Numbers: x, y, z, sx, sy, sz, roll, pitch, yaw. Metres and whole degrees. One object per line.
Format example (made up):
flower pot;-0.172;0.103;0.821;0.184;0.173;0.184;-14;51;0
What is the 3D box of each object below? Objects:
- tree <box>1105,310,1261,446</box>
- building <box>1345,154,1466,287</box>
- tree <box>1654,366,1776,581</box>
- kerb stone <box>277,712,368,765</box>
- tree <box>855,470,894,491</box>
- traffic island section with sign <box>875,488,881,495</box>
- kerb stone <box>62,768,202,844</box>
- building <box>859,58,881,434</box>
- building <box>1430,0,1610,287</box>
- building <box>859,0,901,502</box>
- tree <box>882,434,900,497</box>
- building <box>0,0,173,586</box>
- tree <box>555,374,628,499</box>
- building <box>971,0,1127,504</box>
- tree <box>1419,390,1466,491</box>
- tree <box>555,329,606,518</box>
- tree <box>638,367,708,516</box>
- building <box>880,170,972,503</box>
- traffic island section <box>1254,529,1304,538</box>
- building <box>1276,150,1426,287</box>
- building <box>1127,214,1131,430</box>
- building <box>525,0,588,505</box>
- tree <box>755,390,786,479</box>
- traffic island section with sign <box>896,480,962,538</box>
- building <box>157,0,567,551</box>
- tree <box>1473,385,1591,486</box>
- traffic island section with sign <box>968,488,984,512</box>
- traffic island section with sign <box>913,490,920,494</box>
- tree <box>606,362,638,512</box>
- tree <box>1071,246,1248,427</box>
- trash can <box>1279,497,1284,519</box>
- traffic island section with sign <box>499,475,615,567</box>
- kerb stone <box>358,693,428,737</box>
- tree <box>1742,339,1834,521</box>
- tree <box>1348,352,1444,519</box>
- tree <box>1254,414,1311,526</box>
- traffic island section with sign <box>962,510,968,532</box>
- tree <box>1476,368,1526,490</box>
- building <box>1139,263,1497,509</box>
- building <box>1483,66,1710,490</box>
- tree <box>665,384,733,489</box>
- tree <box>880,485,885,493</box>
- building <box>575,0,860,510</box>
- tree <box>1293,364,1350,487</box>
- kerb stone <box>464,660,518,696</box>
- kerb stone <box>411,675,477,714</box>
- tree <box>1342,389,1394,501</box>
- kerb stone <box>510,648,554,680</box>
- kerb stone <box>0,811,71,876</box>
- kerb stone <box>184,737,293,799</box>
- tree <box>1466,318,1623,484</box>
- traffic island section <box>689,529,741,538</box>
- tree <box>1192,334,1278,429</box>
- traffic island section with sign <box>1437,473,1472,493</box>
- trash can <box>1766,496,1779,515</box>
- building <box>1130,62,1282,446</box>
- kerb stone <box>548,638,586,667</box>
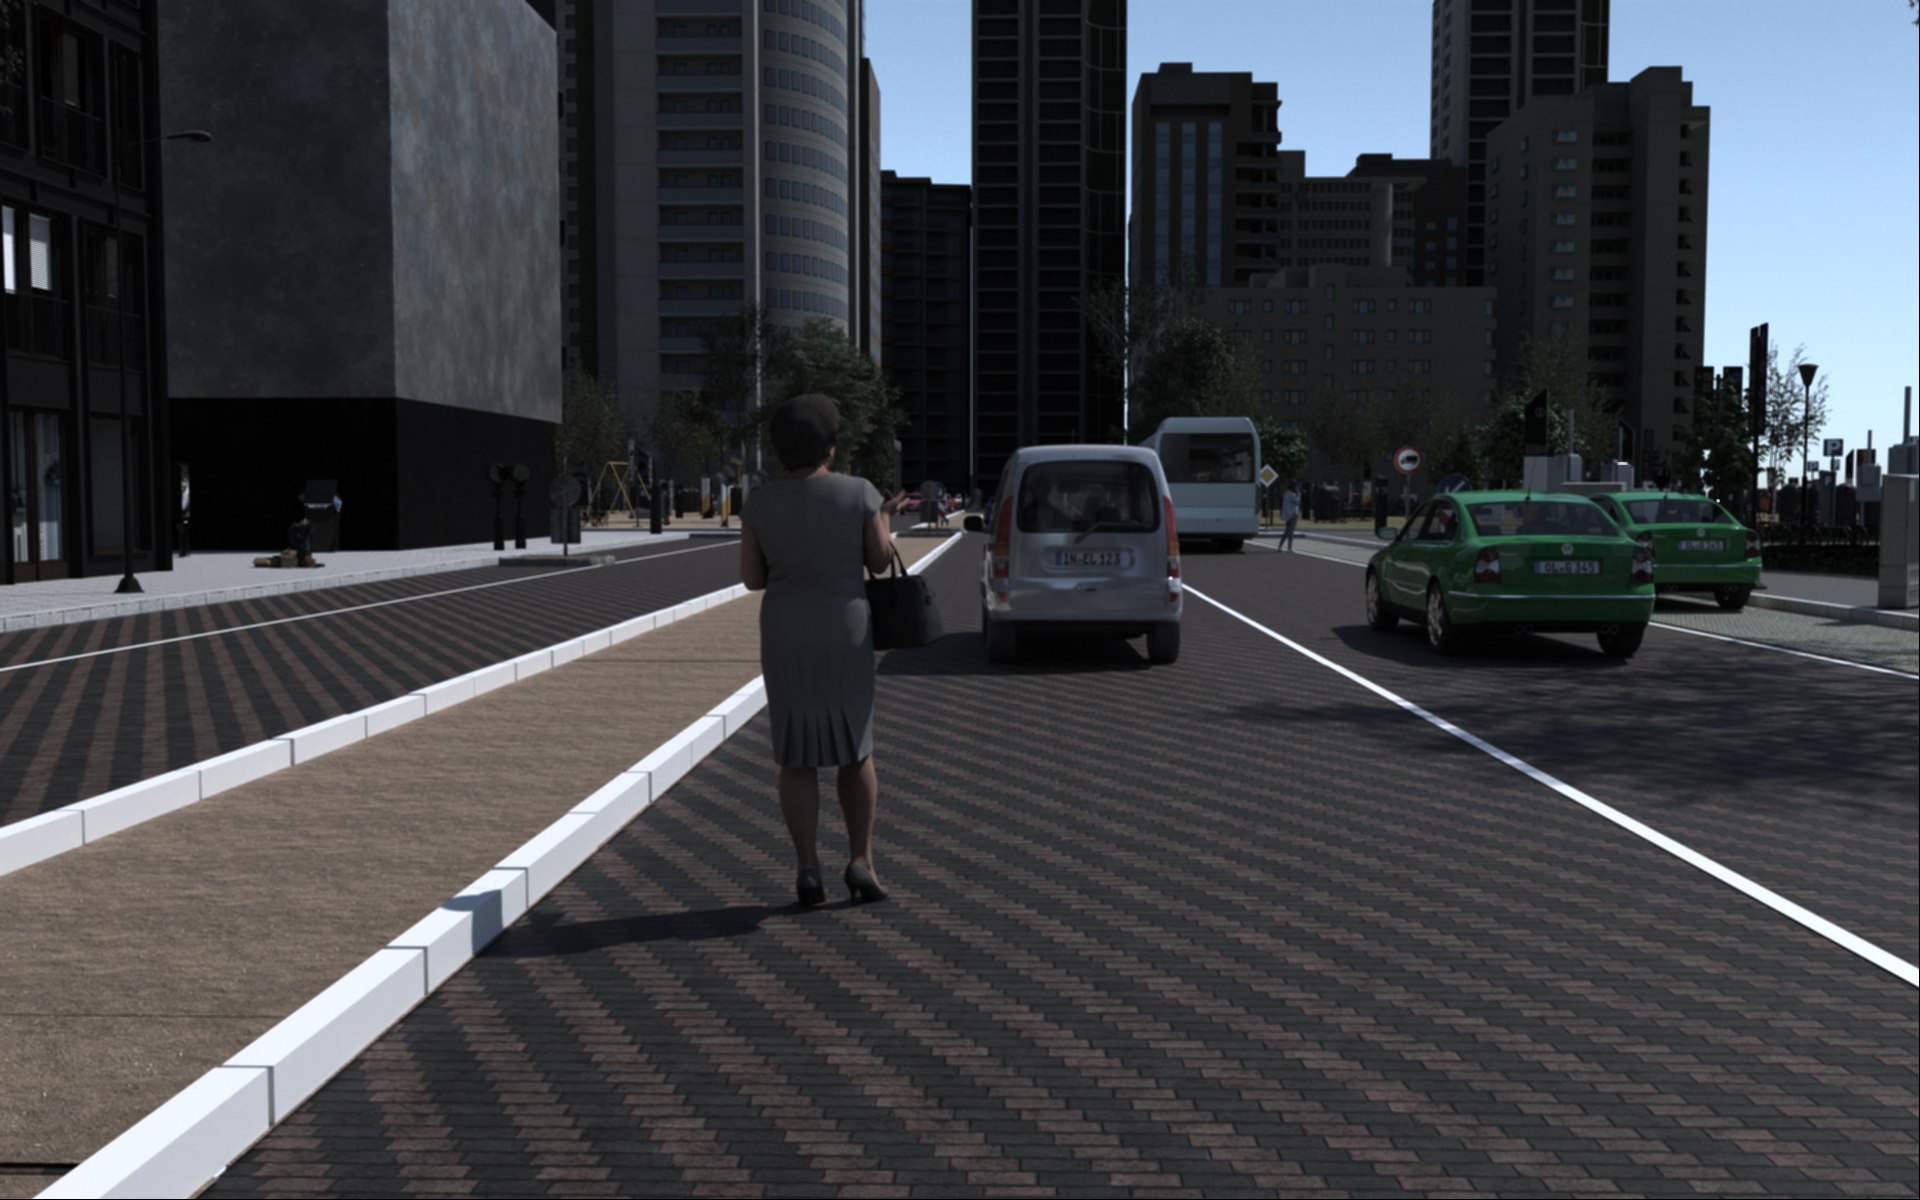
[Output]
tree;14.313;-11.683;108.023;9.611;12.733;9.660;0;3;0
building;58.132;-35.510;230.694;14.200;45.320;14.600;0;4;2
tree;11.474;-1.906;25.769;1.663;3.219;1.824;0;3;0
kerb stone;-3.538;0.771;9.590;0.120;0.150;1.000;0;4;2
tree;-7.358;-9.877;145.199;4.285;4.588;4.351;0;3;0
traffic island section with sign;-5.657;-6.669;117.661;1.989;1.847;2.006;0;4;2
kerb stone;-3.604;0.898;7.540;0.120;0.150;1.000;0;4;2
building;-15.459;-32.143;175.641;14.600;45.320;14.200;0;4;2
building;75.626;-48.586;232.634;20.611;71.187;20.563;0;4;2
building;-23.104;-54.364;201.521;31.000;86.520;22.319;0;4;2
tree;-7.228;-12.885;161.032;4.360;8.622;3.978;0;3;0
building;-19.559;-11.676;20.579;12.332;23.373;15.834;0;4;2
tree;-22.143;-9.507;105.795;4.737;8.622;4.395;0;3;0
building;12.061;-48.698;234.463;20.611;71.187;20.563;0;4;2
tree;34.454;-10.587;123.456;4.737;8.622;4.395;0;3;0
tree;-17.249;-7.461;72.355;4.360;8.622;3.978;0;3;0
tree;-16.645;-9.161;100.146;4.360;8.622;3.978;0;3;0
building;-12.638;-35.619;237.000;28.867;44.769;22.147;0;4;2
traffic island section;10.121;-2.129;57.082;2.009;0.180;2.903;0;4;2
building;34.945;-31.110;200.531;32.217;40.220;23.993;0;4;2
building;29.799;-33.535;231.895;14.086;41.232;14.154;0;4;2
building;-48.838;-46.881;204.754;20.611;71.187;20.563;0;4;2
tree;-12.465;-10.485;121.791;4.737;8.622;4.395;0;3;0
traffic island section with sign;-1.057;-3.028;57.651;2.006;1.907;1.989;0;4;2
building;-20.773;-10.992;47.166;16.811;18.784;16.820;0;4;2
tree;17.262;-4.194;52.292;4.285;4.588;4.351;0;3;0
traffic island section with sign;1.390;-8.075;140.161;2.006;1.907;1.989;0;4;2
traffic island section with sign;-4.177;-9.705;167.302;1.989;1.847;2.006;0;4;2
tree;-19.511;-8.594;90.878;4.360;8.622;3.978;0;3;0
tree;15.146;-16.919;132.509;12.611;20.169;13.585;0;3;0
trash can;16.017;-4.485;84.985;0.748;1.137;0.748;0;3;0
traffic island section with sign;-8.100;-1.624;35.173;1.989;1.847;2.006;0;4;2
kerb stone;-3.507;0.717;10.612;0.120;0.150;1.000;0;4;2
tree;39.366;-8.110;82.966;4.360;8.622;3.978;0;3;0
tree;22.793;-8.479;88.987;4.360;8.622;3.978;0;3;0
tree;12.752;-5.349;71.175;4.285;4.588;4.351;0;3;0
traffic island section with sign;-0.828;-3.481;65.055;2.006;1.907;1.989;0;4;2
tree;31.785;-9.183;100.498;4.360;8.622;3.978;0;3;0
building;31.358;-19.236;159.555;27.650;21.520;28.899;0;4;2
building;74.305;-35.331;201.363;21.600;48.544;21.300;0;4;2
tree;-16.866;-10.027;114.299;4.737;8.622;4.395;0;3;0
tree;-7.088;-9.492;149.800;1.663;3.219;1.824;0;3;0
building;-20.642;-37.444;154.215;21.231;58.520;28.212;0;4;2
tree;21.094;-9.084;98.887;4.360;8.622;3.978;0;3;0
kerb stone;-3.452;0.584;12.655;0.120;0.150;1.000;0;4;2
kerb stone;-3.478;0.646;11.634;0.120;0.150;1.000;0;4;2
tree;28.582;-10.521;122.381;4.737;8.622;4.395;0;3;0
kerb stone;-3.418;0.521;13.677;0.120;0.150;1.000;0;4;2
kerb stone;-3.630;0.959;6.519;0.120;0.150;1.000;0;4;2
kerb stone;-3.577;0.838;8.562;0.120;0.150;1.000;0;4;2
tree;24.852;-7.506;73.082;4.737;8.622;4.395;0;3;0
traffic island section;-7.762;-2.161;57.616;2.009;0.180;2.903;0;4;2
tree;12.826;-7.966;80.604;4.737;8.622;4.395;0;3;0
traffic island section with sign;9.449;-1.561;34.158;1.989;1.847;2.006;0;4;2
trash can;50.472;-5.871;107.646;0.748;1.137;0.748;0;3;0
building;25.261;-32.485;181.232;14.600;45.320;14.200;0;4;2
kerb stone;-3.382;0.459;14.706;0.120;0.150;1.000;0;4;2
